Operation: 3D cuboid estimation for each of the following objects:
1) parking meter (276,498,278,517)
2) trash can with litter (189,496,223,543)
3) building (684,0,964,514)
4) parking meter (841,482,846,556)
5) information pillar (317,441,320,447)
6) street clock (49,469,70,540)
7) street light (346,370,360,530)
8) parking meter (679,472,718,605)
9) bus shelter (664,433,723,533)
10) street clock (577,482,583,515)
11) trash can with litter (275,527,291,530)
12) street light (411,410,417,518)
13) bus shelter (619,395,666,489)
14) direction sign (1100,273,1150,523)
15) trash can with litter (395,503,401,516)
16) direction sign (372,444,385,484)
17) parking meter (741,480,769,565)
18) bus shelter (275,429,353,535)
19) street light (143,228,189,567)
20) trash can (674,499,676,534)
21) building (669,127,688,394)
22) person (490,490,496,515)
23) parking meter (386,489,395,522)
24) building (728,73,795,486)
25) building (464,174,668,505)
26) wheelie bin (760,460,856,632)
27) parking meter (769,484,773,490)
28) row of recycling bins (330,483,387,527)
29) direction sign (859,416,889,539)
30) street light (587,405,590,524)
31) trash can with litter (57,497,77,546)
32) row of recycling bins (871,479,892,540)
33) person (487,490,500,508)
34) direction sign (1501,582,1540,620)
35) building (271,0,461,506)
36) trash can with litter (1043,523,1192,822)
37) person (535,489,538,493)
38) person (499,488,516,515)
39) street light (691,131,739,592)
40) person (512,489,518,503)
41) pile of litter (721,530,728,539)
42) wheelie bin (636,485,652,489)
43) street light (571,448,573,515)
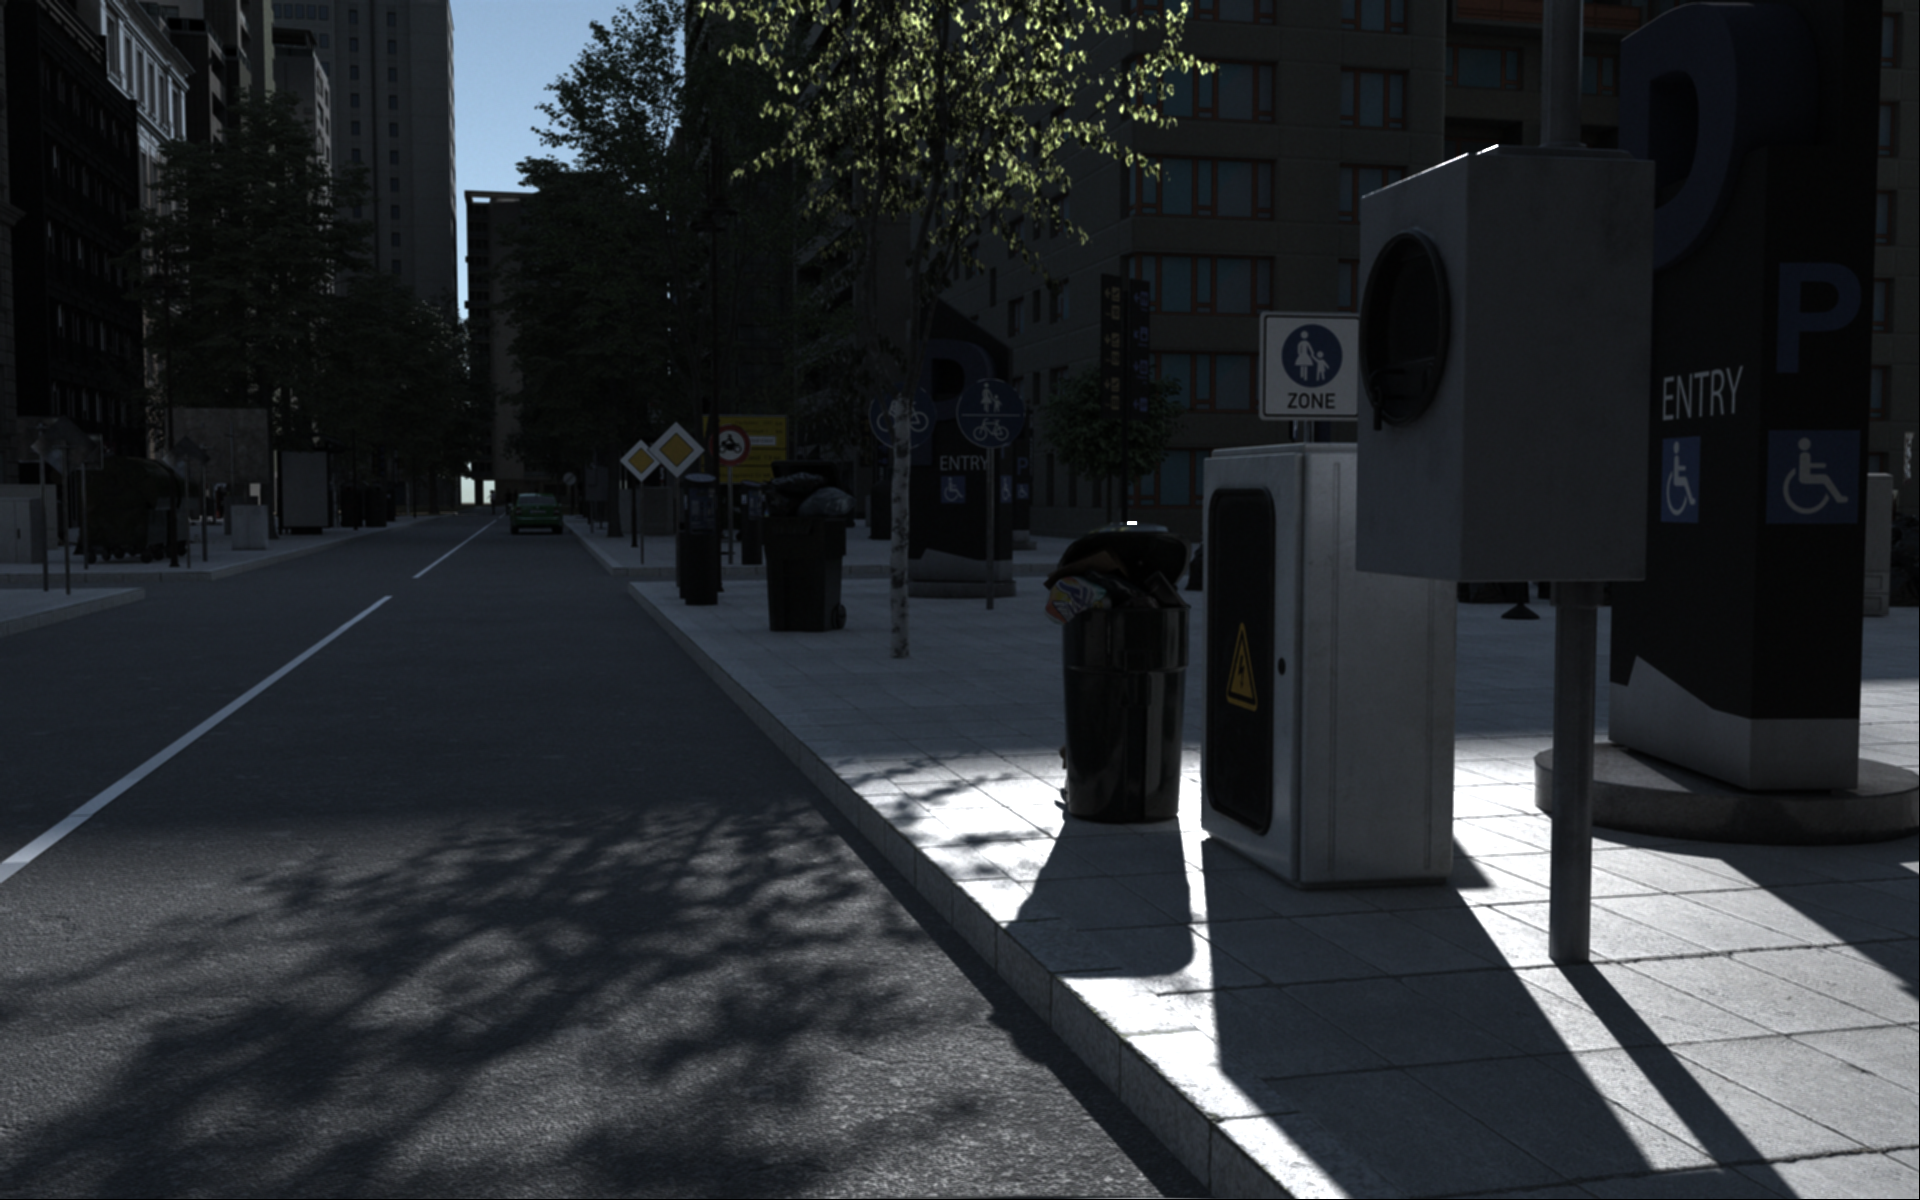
[{"bbox_3d":[-38.038,-5.410,96.866,0.372,1.533,0.369,0,3,0],"label":"parking meter"},{"bbox_3d":[-20.501,-2.118,45.680,1.678,1.210,2.233,-2,4,-32],"label":"trash can with litter"},{"bbox_3d":[-10.662,-31.656,141.273,21.300,48.544,21.600,-1,4,-14],"label":"building"},{"bbox_3d":[-2.571,-1.701,36.216,0.372,1.533,0.369,0,3,0],"label":"parking meter"},{"bbox_3d":[-28.364,-5.215,76.627,0.183,3.616,0.504,-2,4,-25],"label":"information pillar"},{"bbox_3d":[-24.979,-2.662,48.095,0.471,2.002,0.358,-1,4,-19],"label":"street clock"},{"bbox_3d":[-21.567,-5.435,61.642,0.468,5.910,1.993,-1,4,-14],"label":"street light"},{"bbox_3d":[-3.003,-0.713,20.072,0.372,1.533,0.369,0,3,0],"label":"parking meter"},{"bbox_3d":[-9.209,-4.018,59.611,2.014,3.302,5.546,-1,4,-14],"label":"bus shelter"},{"bbox_3d":[-23.026,-6.159,105.276,0.471,2.002,0.358,-1,4,-20],"label":"street clock"},{"bbox_3d":[-24.393,-3.166,62.826,2.233,1.210,1.678,-3,5,-43],"label":"trash can with litter"},{"bbox_3d":[-29.420,-7.371,93.303,0.468,5.910,1.993,-1,4,-14],"label":"street light"},{"bbox_3d":[-12.376,-5.509,67.704,2.179,5.291,8.768,-1,4,-14],"label":"bus shelter"},{"bbox_3d":[1.734,-1.603,18.204,0.379,3.537,0.876,3,5,39],"label":"direction sign"},{"bbox_3d":[-33.099,-5.437,99.945,2.233,1.210,1.678,1,4,15],"label":"trash can with litter"},{"bbox_3d":[-26.454,-5.309,78.805,0.379,3.537,0.876,1,4,17],"label":"direction sign"},{"bbox_3d":[-3.781,-1.409,31.447,0.372,1.533,0.369,0,3,0],"label":"parking meter"},{"bbox_3d":[-21.273,-3.854,56.938,2.014,3.302,5.546,-1,4,-14],"label":"bus shelter"},{"bbox_3d":[-13.845,-3.521,30.349,0.468,5.910,1.993,-1,4,-14],"label":"street light"},{"bbox_3d":[-9.355,-2.685,55.549,0.748,1.137,0.748,0,3,0],"label":"trash can"},{"bbox_3d":[-27.282,-34.121,207.983,14.200,45.320,14.600,-1,4,-14],"label":"building"},{"bbox_3d":[-32.812,-6.854,121.493,0.436,1.711,0.756,1,4,19],"label":"person"},{"bbox_3d":[-26.591,-4.432,80.867,0.372,1.533,0.369,0,3,0],"label":"parking meter"},{"bbox_3d":[-9.681,-21.530,123.713,14.160,30.474,14.107,-1,4,-14],"label":"building"},{"bbox_3d":[-47.857,-31.801,211.820,23.993,40.220,32.217,-1,4,-14],"label":"building"},{"bbox_3d":[-1.443,-0.514,16.308,0.980,1.594,0.693,1,4,16],"label":"wheelie bin"},{"bbox_3d":[-4.891,-2.154,43.637,0.372,1.533,0.369,0,3,0],"label":"parking meter"},{"bbox_3d":[-24.080,-3.671,67.126,3.534,1.692,1.069,-1,4,-13],"label":"row of recycling bins"},{"bbox_3d":[-2.481,-3.549,50.018,0.876,3.537,0.379,1,4,17],"label":"direction sign"},{"bbox_3d":[-15.659,-6.130,73.014,0.468,5.910,1.993,-1,4,-14],"label":"street light"},{"bbox_3d":[-22.587,-1.923,42.505,1.678,1.210,2.233,1,4,16],"label":"trash can with litter"},{"bbox_3d":[-0.826,-2.581,49.305,3.534,1.692,1.069,-1,4,-19],"label":"row of recycling bins"},{"bbox_3d":[-47.816,-10.344,177.620,1.348,1.824,0.705,-2,4,-33],"label":"person"},{"bbox_3d":[5.784,-1.576,17.769,0.379,3.537,0.876,2,4,26],"label":"direction sign"},{"bbox_3d":[-72.698,-40.223,199.637,28.212,58.520,21.231,-1,4,-14],"label":"building"},{"bbox_3d":[0.583,0.261,7.123,0.624,1.170,1.055,0,4,-6],"label":"trash can with litter"},{"bbox_3d":[-32.572,-7.624,133.153,1.348,1.824,0.705,-3,5,-40],"label":"person"},{"bbox_3d":[-31.294,-6.818,119.983,1.348,1.822,0.705,1,4,17],"label":"person"},{"bbox_3d":[-3.184,-3.044,22.551,0.468,5.910,1.993,-1,4,-14],"label":"street light"},{"bbox_3d":[-36.395,-8.167,142.054,0.705,1.821,1.348,1,4,22],"label":"person"},{"bbox_3d":[-7.220,-2.184,49.680,1.176,0.858,1.719,-1,4,-13],"label":"pile of litter"},{"bbox_3d":[-10.791,-3.116,58.847,0.980,1.594,0.693,-2,4,-30],"label":"wheelie bin"},{"bbox_3d":[-23.391,-8.042,104.279,0.468,5.910,1.993,-1,4,-14],"label":"street light"}]
